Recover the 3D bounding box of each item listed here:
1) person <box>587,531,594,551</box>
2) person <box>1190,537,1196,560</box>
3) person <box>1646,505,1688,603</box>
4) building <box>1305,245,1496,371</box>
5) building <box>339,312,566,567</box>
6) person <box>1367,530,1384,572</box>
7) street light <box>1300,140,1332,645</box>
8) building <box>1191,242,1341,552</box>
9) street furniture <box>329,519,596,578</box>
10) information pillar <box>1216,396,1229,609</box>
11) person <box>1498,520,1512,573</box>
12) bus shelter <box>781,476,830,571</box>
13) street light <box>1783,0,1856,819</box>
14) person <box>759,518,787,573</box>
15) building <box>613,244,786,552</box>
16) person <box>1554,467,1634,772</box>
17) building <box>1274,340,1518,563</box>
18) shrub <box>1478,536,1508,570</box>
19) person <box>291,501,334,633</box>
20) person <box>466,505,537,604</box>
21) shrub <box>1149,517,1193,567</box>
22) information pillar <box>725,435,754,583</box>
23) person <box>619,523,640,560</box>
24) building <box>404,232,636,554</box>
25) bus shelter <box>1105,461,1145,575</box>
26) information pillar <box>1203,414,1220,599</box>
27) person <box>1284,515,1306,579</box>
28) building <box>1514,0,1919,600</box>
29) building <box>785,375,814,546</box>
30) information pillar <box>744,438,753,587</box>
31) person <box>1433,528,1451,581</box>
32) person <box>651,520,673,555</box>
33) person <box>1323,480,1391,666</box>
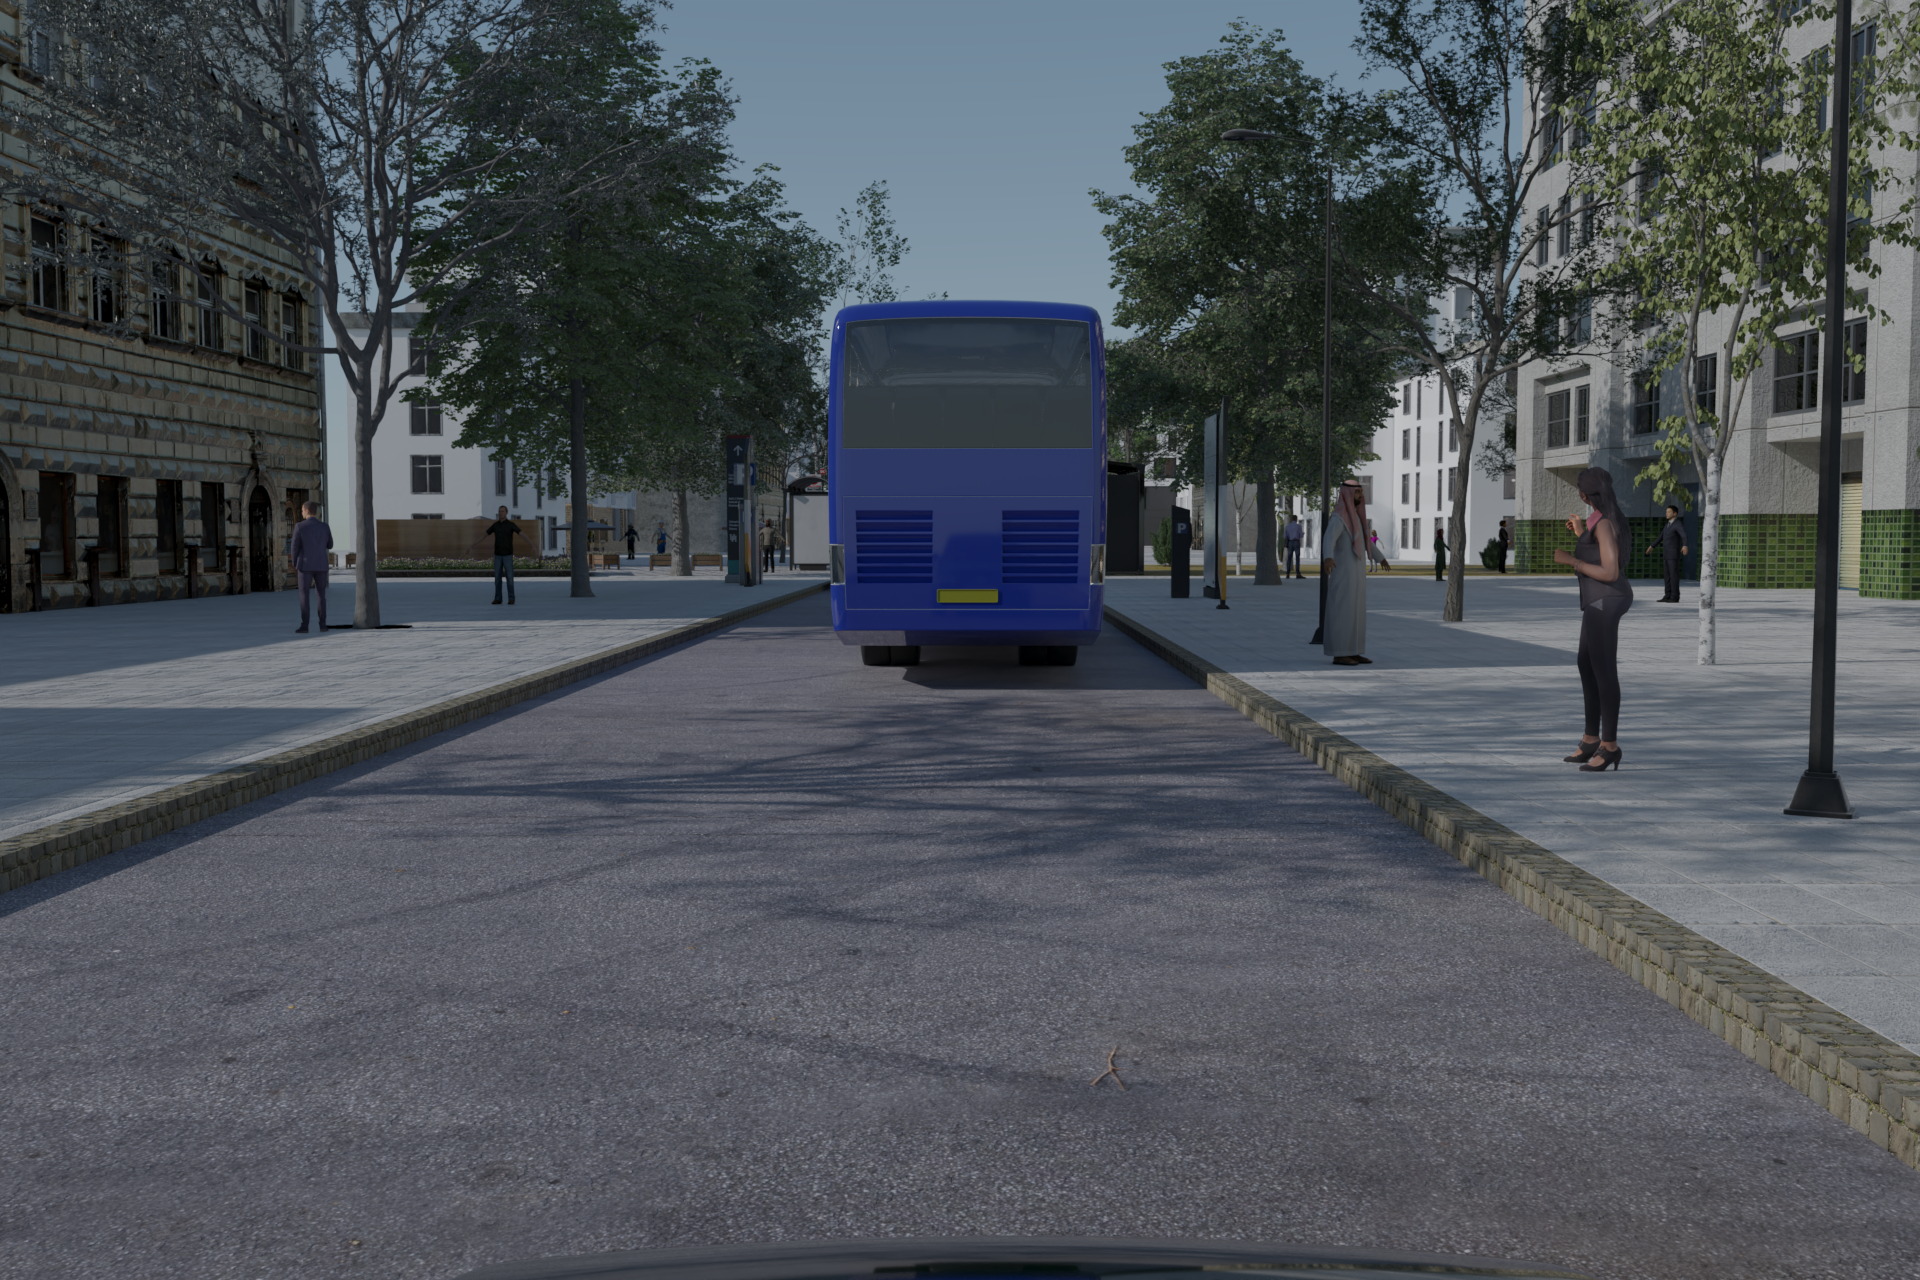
[{"bbox_3d":[-16.457,-4.312,76.271,0.705,1.858,1.354,1,4,21],"label":"person"},{"bbox_3d":[11.232,-4.880,86.058,1.348,1.796,0.705,-3,5,-43],"label":"person"},{"bbox_3d":[13.268,-1.609,32.353,0.704,1.823,1.345,0,4,-7],"label":"person"},{"bbox_3d":[26.831,-16.046,118.775,16.016,20.090,11.380,0,4,1],"label":"building"},{"bbox_3d":[-22.575,-8.411,79.674,9.099,9.664,28.070,0,4,0],"label":"building"},{"bbox_3d":[13.855,-2.994,58.215,0.599,1.433,0.991,-3,5,-41],"label":"person"},{"bbox_3d":[4.789,-2.905,20.034,1.470,5.913,1.316,0,4,0],"label":"street light"},{"bbox_3d":[27.917,-18.317,130.418,19.493,23.208,18.063,0,4,1],"label":"building"},{"bbox_3d":[-14.302,-2.846,53.379,11.010,1.723,9.812,-1,4,-12],"label":"street furniture"},{"bbox_3d":[4.495,-2.339,29.602,0.183,3.616,0.504,0,4,1],"label":"information pillar"},{"bbox_3d":[17.785,-3.042,56.460,0.721,1.740,1.216,0,4,5],"label":"person"},{"bbox_3d":[-5.172,-4.224,62.982,2.014,3.302,5.546,0,4,1],"label":"bus shelter"},{"bbox_3d":[4.495,-2.155,7.769,1.470,5.913,1.316,0,4,1],"label":"street light"},{"bbox_3d":[-6.362,-3.149,57.607,1.348,1.813,0.705,1,4,16],"label":"person"},{"bbox_3d":[-23.508,-18.364,131.179,19.493,23.208,18.063,0,4,1],"label":"building"},{"bbox_3d":[3.432,-0.120,9.471,0.415,1.643,0.593,-1,4,-17],"label":"person"},{"bbox_3d":[23.002,-8.995,89.211,9.099,9.664,28.070,0,4,0],"label":"building"},{"bbox_3d":[19.040,-3.101,61.815,1.383,1.207,1.383,0,3,0],"label":"shrub"},{"bbox_3d":[-8.448,-0.957,22.608,0.541,1.710,0.530,-2,4,-29],"label":"person"},{"bbox_3d":[-8.324,-1.550,31.558,1.348,1.803,0.705,0,4,7],"label":"person"},{"bbox_3d":[8.278,-3.904,67.864,1.661,2.075,1.752,0,3,0],"label":"shrub"},{"bbox_3d":[-5.770,-3.435,45.536,0.750,3.857,0.750,0,4,1],"label":"information pillar"},{"bbox_3d":[-16.472,-4.941,86.570,1.354,1.856,0.705,2,4,34],"label":"person"},{"bbox_3d":[-27.054,-15.183,104.670,16.016,20.090,11.380,0,3,0],"label":"building"},{"bbox_3d":[4.977,-4.036,57.266,1.731,3.624,6.357,0,4,-1],"label":"bus shelter"},{"bbox_3d":[5.087,-2.657,34.752,0.184,3.620,1.656,0,4,0],"label":"information pillar"},{"bbox_3d":[9.651,-2.680,49.731,0.709,1.838,0.599,2,4,35],"label":"person"},{"bbox_3d":[26.693,-10.695,41.321,16.747,18.905,31.486,0,4,0],"label":"building"},{"bbox_3d":[-22.182,-20.402,189.994,16.016,20.090,11.380,0,4,0],"label":"building"},{"bbox_3d":[-5.150,-3.098,42.005,0.183,3.616,0.504,0,4,1],"label":"information pillar"},{"bbox_3d":[13.157,-2.326,47.238,0.599,1.438,0.989,3,5,40],"label":"person"},{"bbox_3d":[-11.831,-3.847,68.757,0.705,1.847,1.347,2,4,32],"label":"person"},{"bbox_3d":[3.852,-0.666,17.030,0.704,1.811,1.347,3,4,38],"label":"person"}]
